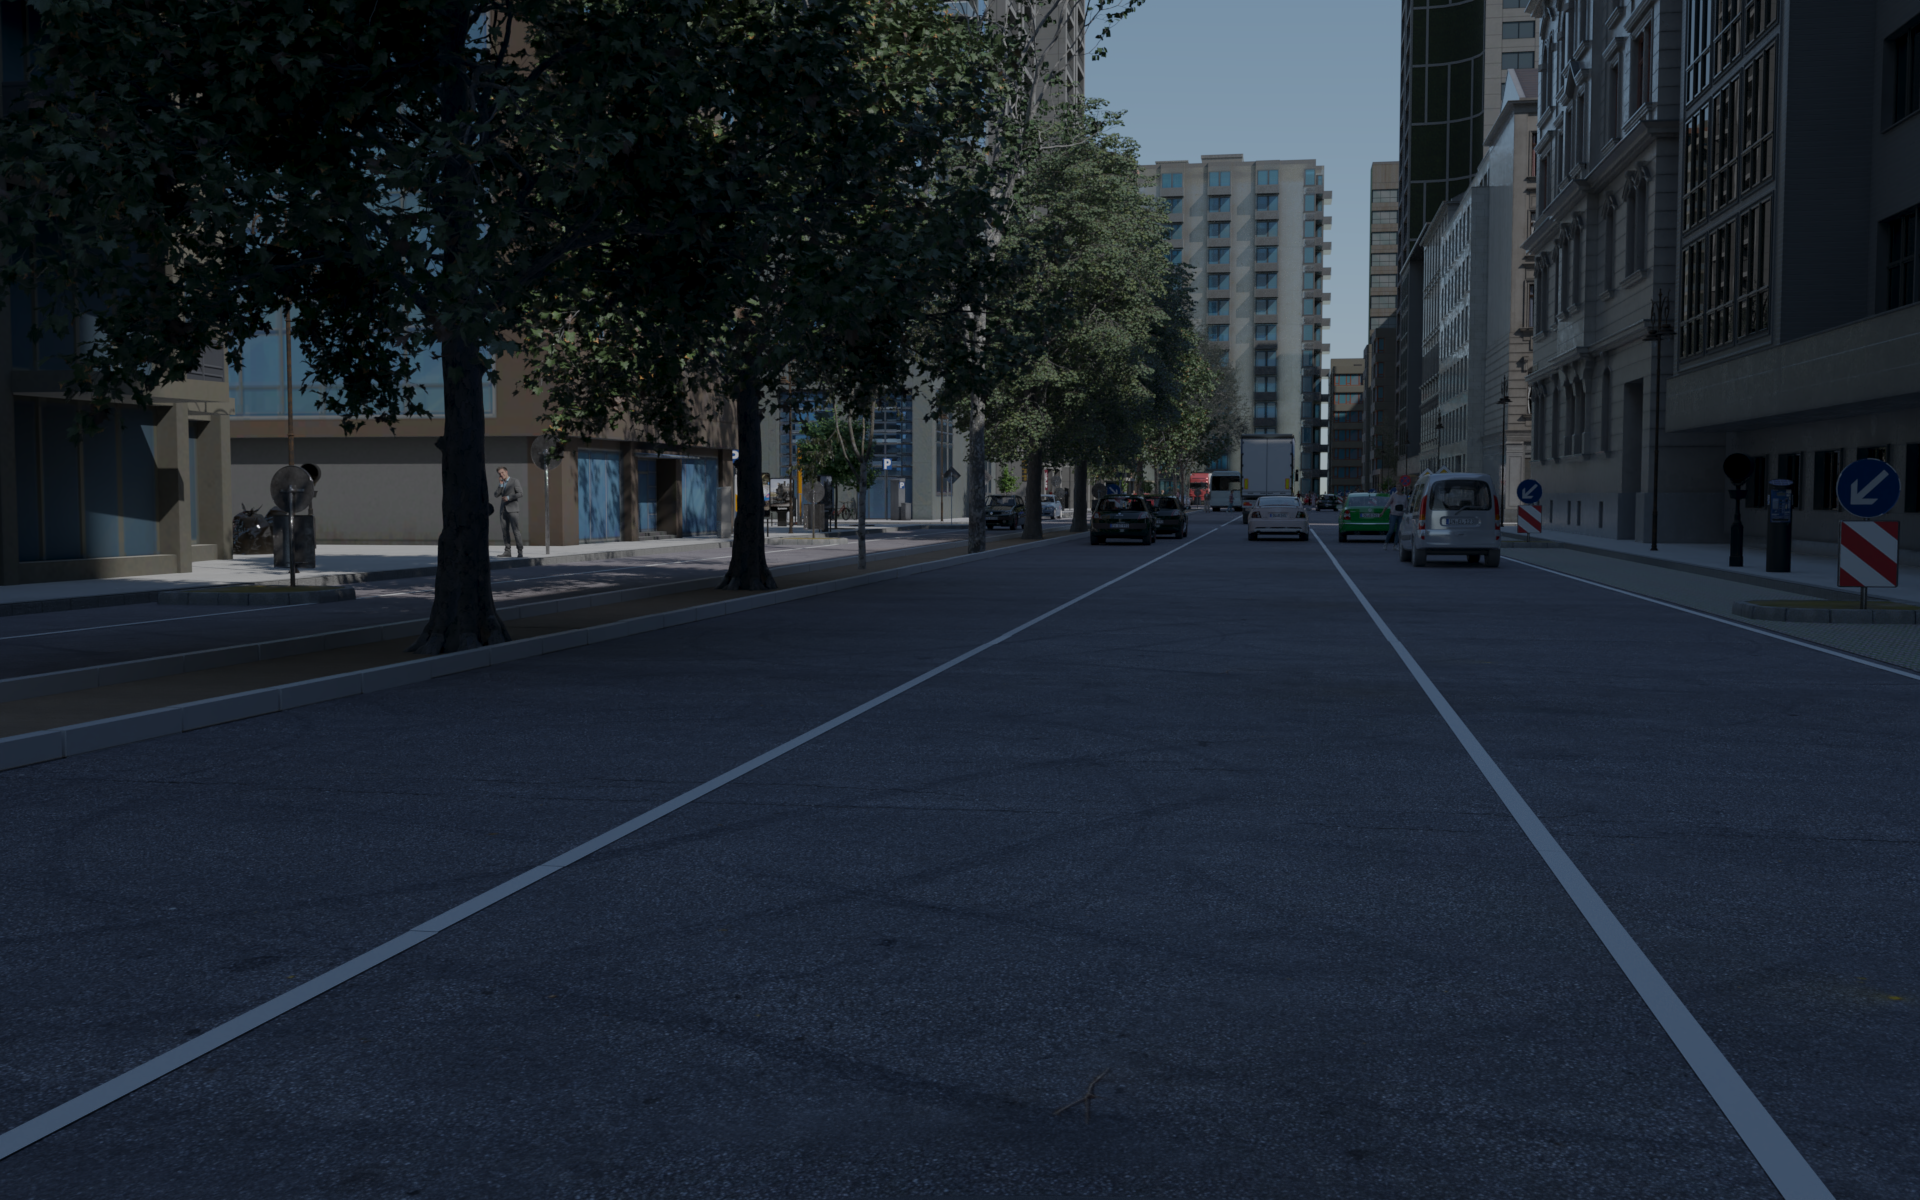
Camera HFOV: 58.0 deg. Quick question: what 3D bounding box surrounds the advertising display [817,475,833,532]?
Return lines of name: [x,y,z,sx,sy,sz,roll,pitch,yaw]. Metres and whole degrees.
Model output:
advertising display: [-4.552,-3.249,58.341,0.123,1.923,0.974,1,4,21]

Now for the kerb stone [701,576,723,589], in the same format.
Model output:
kerb stone: [-3.867,-0.257,26.390,0.120,0.150,1.000,1,4,11]

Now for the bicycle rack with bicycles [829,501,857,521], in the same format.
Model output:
bicycle rack with bicycles: [-6.090,-4.339,84.325,2.852,0.926,2.925,3,5,43]

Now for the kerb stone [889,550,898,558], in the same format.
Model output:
kerb stone: [-1.600,-0.997,38.500,0.120,0.150,1.000,1,4,11]

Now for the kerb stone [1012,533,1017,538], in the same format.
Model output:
kerb stone: [1.623,-2.046,55.664,0.120,0.150,1.000,1,4,11]

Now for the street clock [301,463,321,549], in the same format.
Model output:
street clock: [-15.210,-2.201,40.555,0.471,2.002,0.358,0,4,-6]

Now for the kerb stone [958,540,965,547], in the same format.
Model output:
kerb stone: [-0.077,-1.485,46.578,0.120,0.150,1.000,1,4,11]

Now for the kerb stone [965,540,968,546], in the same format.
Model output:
kerb stone: [0.108,-1.553,47.590,0.120,0.150,1.000,1,4,11]

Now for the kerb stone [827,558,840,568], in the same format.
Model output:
kerb stone: [-2.547,-0.685,33.455,0.120,0.150,1.000,1,4,11]

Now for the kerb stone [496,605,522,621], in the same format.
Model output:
kerb stone: [-5.192,0.182,19.341,0.120,0.150,1.000,1,4,11]

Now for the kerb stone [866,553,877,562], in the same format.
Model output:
kerb stone: [-1.977,-0.867,36.479,0.120,0.150,1.000,1,4,11]

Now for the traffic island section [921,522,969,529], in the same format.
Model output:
traffic island section: [-0.390,-3.065,72.386,2.009,0.180,2.903,1,4,11]

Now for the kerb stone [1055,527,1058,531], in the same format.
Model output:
kerb stone: [3.514,-2.663,65.740,0.120,0.150,1.000,1,4,11]

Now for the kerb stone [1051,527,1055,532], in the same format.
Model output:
kerb stone: [3.321,-2.602,64.737,0.120,0.150,1.000,1,4,11]

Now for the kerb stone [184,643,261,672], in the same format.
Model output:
kerb stone: [-6.143,0.485,14.299,0.120,0.150,1.000,1,4,11]

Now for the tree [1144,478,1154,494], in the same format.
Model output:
tree: [22.335,-12.908,205.644,1.663,3.219,1.824,0,3,0]

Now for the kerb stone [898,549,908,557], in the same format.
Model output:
kerb stone: [-1.415,-1.059,39.507,0.120,0.150,1.000,1,4,11]

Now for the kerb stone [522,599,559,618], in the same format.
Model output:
kerb stone: [-4.999,0.116,20.345,0.120,0.150,1.000,1,4,11]

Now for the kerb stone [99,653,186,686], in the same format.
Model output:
kerb stone: [-6.327,0.546,13.293,0.120,0.150,1.000,1,4,11]

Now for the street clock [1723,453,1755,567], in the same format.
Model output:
street clock: [13.724,-1.590,30.565,0.471,2.002,0.358,3,5,40]

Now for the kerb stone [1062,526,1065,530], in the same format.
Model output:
kerb stone: [3.887,-2.786,67.750,0.120,0.150,1.000,1,4,11]

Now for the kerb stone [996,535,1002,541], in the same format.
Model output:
kerb stone: [1.055,-1.858,52.641,0.120,0.150,1.000,1,4,11]

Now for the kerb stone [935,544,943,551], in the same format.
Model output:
kerb stone: [-0.650,-1.304,43.551,0.120,0.150,1.000,1,4,11]

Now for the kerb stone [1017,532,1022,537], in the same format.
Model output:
kerb stone: [1.809,-2.108,56.684,0.120,0.150,1.000,1,4,11]

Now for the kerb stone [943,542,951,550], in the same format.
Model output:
kerb stone: [-0.457,-1.368,44.566,0.120,0.150,1.000,1,4,11]

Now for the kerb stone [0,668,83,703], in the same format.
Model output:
kerb stone: [-6.507,0.606,12.285,0.120,0.150,1.000,1,4,11]

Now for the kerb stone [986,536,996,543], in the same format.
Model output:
kerb stone: [0.862,-1.799,51.632,0.120,0.150,1.000,1,4,11]

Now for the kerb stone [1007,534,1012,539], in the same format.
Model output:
kerb stone: [1.434,-1.985,54.652,0.120,0.150,1.000,1,4,11]

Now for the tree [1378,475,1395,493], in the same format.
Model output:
tree: [39.279,-10.028,158.564,1.663,3.219,1.824,0,3,0]

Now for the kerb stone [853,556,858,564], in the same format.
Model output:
kerb stone: [-2.169,-0.812,35.464,0.120,0.150,1.000,1,4,11]

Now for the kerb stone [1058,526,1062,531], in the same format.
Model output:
kerb stone: [3.698,-2.725,66.745,0.120,0.150,1.000,1,4,11]

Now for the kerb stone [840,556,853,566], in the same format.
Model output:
kerb stone: [-2.353,-0.750,34.459,0.120,0.150,1.000,1,4,11]

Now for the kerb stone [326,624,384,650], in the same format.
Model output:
kerb stone: [-5.761,0.360,16.307,0.120,0.150,1.000,1,4,11]

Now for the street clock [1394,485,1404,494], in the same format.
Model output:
street clock: [34.513,-8.014,135.592,0.471,2.002,0.358,-3,4,-36]

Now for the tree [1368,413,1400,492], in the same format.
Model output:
tree: [38.512,-12.474,154.312,4.360,8.622,3.978,0,3,0]

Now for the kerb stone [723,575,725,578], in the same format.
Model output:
kerb stone: [-3.669,-0.313,27.399,0.120,0.150,1.000,1,4,11]

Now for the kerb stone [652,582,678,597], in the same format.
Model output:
kerb stone: [-4.241,-0.133,24.380,0.120,0.150,1.000,1,4,11]

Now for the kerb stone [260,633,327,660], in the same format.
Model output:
kerb stone: [-5.948,0.425,15.302,0.120,0.150,1.000,1,4,11]

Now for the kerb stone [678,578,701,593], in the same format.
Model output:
kerb stone: [-4.054,-0.195,25.385,0.120,0.150,1.000,1,4,11]

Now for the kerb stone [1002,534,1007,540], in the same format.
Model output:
kerb stone: [1.252,-1.924,53.647,0.120,0.150,1.000,1,4,11]

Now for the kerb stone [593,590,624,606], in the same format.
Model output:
kerb stone: [-4.620,-0.010,22.361,0.120,0.150,1.000,1,4,11]

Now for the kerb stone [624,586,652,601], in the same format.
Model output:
kerb stone: [-4.430,-0.072,23.376,0.120,0.150,1.000,1,4,11]

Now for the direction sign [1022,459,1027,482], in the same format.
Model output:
direction sign: [4.372,-7.243,110.424,0.876,3.537,0.379,0,4,6]

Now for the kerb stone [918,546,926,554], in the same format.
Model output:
kerb stone: [-1.029,-1.183,41.531,0.120,0.150,1.000,1,4,11]

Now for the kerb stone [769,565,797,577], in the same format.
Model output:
kerb stone: [-3.113,-0.504,30.434,0.120,0.150,1.000,1,4,11]

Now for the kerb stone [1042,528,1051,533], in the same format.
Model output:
kerb stone: [3.136,-2.540,63.728,0.120,0.150,1.000,1,4,11]

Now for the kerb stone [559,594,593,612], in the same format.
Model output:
kerb stone: [-4.810,0.054,21.349,0.120,0.150,1.000,1,4,11]

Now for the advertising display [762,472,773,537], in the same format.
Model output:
advertising display: [-6.021,-2.828,51.449,0.123,1.923,0.974,3,5,39]

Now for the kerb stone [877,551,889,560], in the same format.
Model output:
kerb stone: [-1.772,-0.934,37.492,0.120,0.150,1.000,1,4,11]

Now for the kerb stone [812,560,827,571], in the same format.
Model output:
kerb stone: [-2.734,-0.626,32.444,0.120,0.150,1.000,1,4,11]

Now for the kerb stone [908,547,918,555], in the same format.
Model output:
kerb stone: [-1.213,-1.121,40.526,0.120,0.150,1.000,1,4,11]

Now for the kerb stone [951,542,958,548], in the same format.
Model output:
kerb stone: [-0.277,-1.429,45.576,0.120,0.150,1.000,1,4,11]

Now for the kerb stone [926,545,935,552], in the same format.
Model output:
kerb stone: [-0.842,-1.244,42.537,0.120,0.150,1.000,1,4,11]

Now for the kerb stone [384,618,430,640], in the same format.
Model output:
kerb stone: [-5.567,0.298,17.323,0.120,0.150,1.000,1,4,11]

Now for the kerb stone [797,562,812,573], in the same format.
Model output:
kerb stone: [-2.929,-0.565,31.440,0.120,0.150,1.000,1,4,11]

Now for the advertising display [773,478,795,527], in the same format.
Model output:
advertising display: [-7.004,-3.852,68.187,0.974,1.923,0.123,1,4,9]
